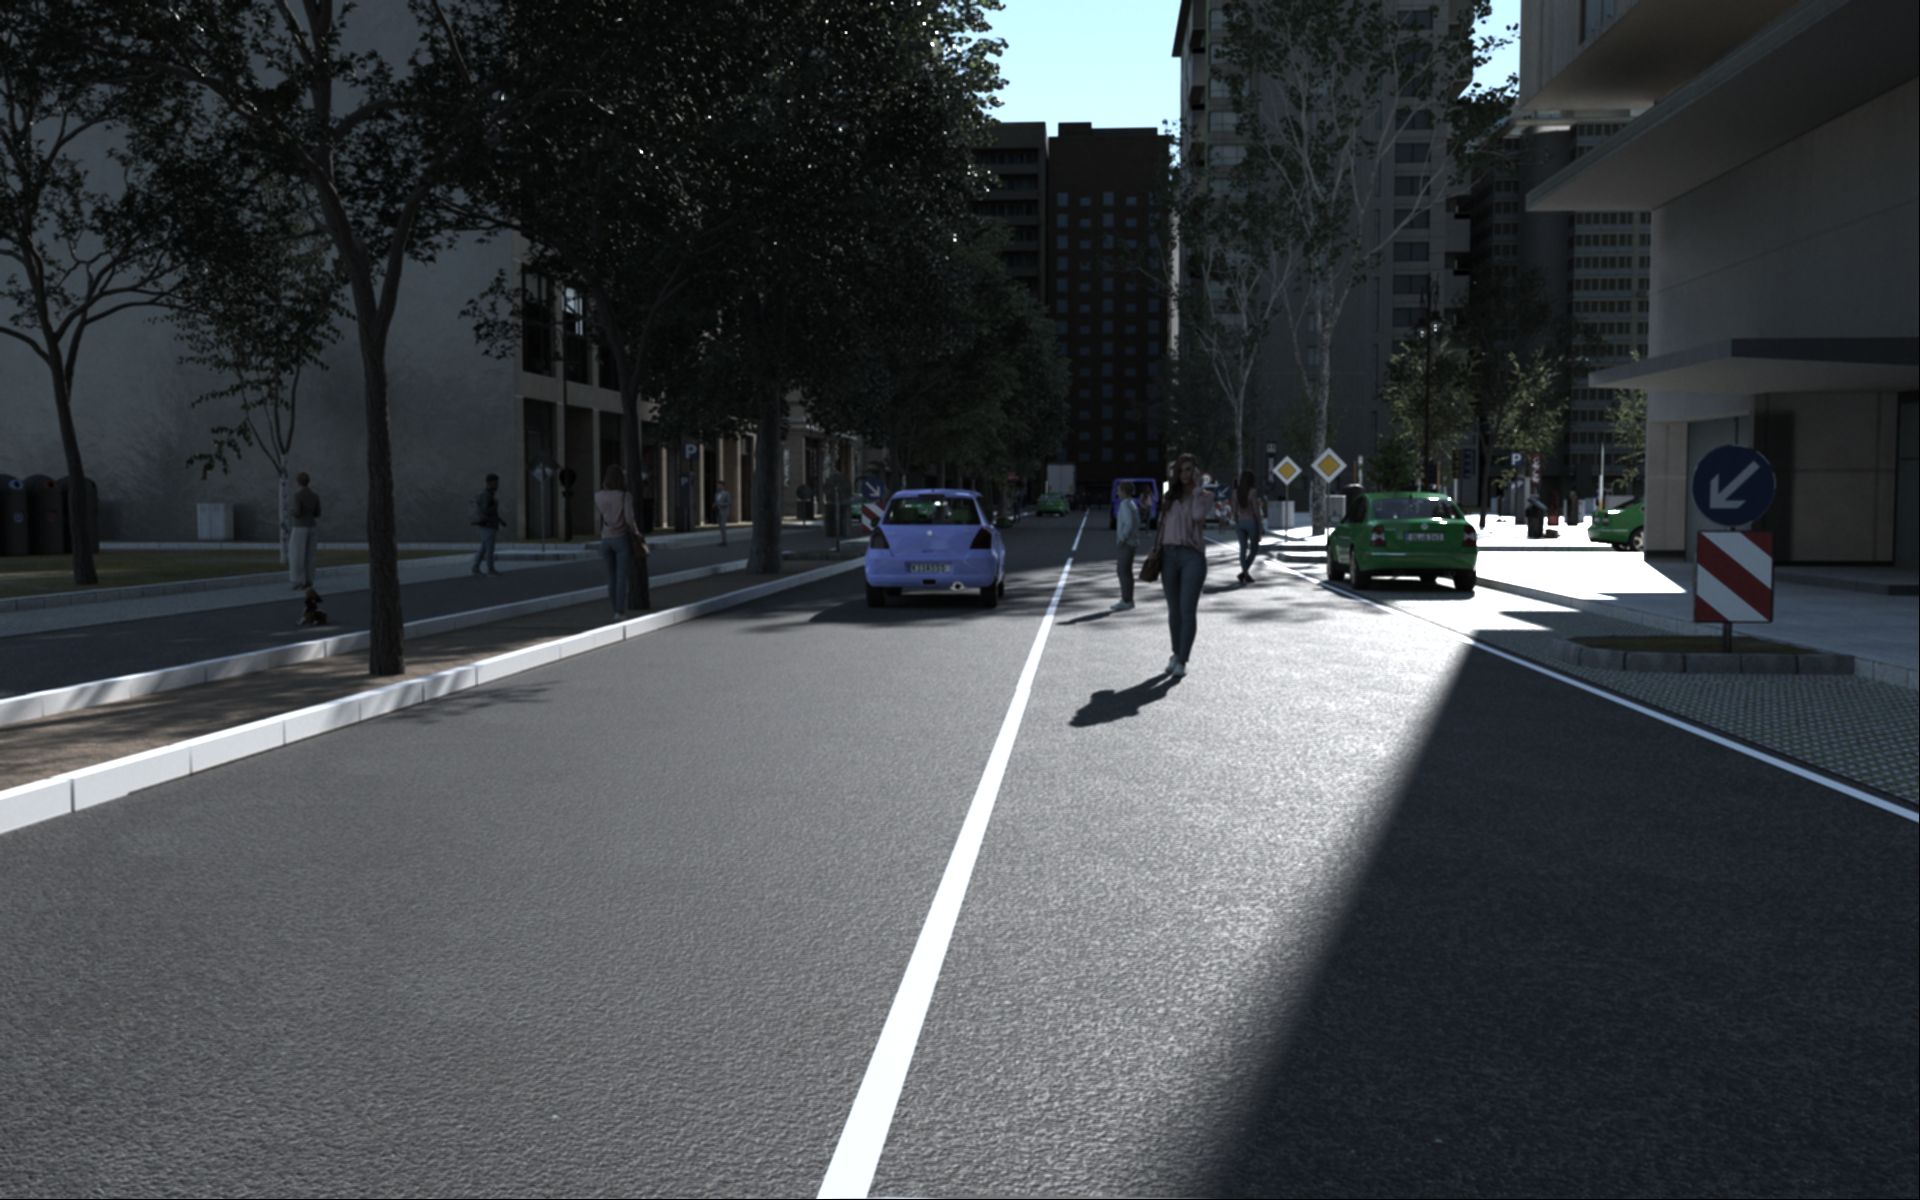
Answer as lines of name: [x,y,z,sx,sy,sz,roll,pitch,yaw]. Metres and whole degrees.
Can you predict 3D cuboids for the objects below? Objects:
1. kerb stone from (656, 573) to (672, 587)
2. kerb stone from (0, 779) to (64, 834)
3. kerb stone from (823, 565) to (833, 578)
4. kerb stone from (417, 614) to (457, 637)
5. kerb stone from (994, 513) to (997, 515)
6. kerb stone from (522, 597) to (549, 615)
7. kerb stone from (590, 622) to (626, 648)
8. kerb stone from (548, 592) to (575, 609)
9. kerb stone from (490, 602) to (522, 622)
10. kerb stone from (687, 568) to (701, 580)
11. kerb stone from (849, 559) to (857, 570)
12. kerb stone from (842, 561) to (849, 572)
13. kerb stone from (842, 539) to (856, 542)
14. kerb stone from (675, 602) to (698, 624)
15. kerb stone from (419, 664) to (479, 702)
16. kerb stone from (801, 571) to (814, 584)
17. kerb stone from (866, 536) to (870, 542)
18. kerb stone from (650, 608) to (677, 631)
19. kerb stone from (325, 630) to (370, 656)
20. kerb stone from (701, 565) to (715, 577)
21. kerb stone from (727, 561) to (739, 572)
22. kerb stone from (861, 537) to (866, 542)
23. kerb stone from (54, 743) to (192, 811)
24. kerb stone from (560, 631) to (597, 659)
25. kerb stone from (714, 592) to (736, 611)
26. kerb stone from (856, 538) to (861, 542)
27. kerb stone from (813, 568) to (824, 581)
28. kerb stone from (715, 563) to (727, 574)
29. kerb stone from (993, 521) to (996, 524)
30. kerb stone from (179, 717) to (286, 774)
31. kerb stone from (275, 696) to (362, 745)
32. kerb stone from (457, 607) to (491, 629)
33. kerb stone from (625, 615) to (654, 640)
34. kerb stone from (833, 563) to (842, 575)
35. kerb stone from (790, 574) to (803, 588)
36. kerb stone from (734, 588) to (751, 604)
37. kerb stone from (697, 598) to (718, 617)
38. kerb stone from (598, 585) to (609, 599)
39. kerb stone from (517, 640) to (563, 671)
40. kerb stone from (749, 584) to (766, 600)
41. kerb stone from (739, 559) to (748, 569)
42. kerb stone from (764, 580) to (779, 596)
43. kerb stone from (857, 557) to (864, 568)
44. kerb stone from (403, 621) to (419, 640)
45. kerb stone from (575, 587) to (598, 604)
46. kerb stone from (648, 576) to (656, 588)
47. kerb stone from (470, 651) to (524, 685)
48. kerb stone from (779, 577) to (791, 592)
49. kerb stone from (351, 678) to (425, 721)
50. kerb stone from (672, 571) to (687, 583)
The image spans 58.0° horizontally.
kerb stone: [-4.697,-0.288,26.906,0.120,0.150,1.000,0,4,4]
kerb stone: [-4.100,0.913,7.302,0.120,0.150,1.000,0,4,4]
kerb stone: [-2.365,-0.464,29.781,0.120,0.150,1.000,0,4,4]
kerb stone: [-5.405,0.276,17.690,0.120,0.150,1.000,0,4,4]
kerb stone: [2.462,-5.947,119.431,0.120,0.150,1.000,0,4,4]
kerb stone: [-5.175,0.092,20.757,0.120,0.150,1.000,0,4,4]
kerb stone: [-3.397,0.349,16.493,0.120,0.150,1.000,0,4,4]
kerb stone: [-5.087,0.025,21.786,0.120,0.150,1.000,0,4,4]
kerb stone: [-5.248,0.151,19.731,0.120,0.150,1.000,0,4,4]
kerb stone: [-4.538,-0.413,28.959,0.120,0.150,1.000,0,4,4]
kerb stone: [-2.128,-0.651,32.845,0.120,0.150,1.000,0,4,4]
kerb stone: [-2.209,-0.581,31.821,0.120,0.150,1.000,0,4,4]
kerb stone: [-3.073,-1.571,47.884,0.120,0.150,1.000,0,4,4]
kerb stone: [-3.156,0.161,19.557,0.120,0.150,1.000,0,4,4]
kerb stone: [-3.706,0.601,12.410,0.120,0.150,1.000,0,4,4]
kerb stone: [-2.524,-0.339,27.739,0.120,0.150,1.000,0,4,4]
kerb stone: [-2.835,-1.759,50.956,0.120,0.150,1.000,0,4,4]
kerb stone: [-3.237,0.224,18.538,0.120,0.150,1.000,0,4,4]
kerb stone: [-5.565,0.400,15.652,0.120,0.150,1.000,0,4,4]
kerb stone: [-4.460,-0.476,29.978,0.120,0.150,1.000,0,4,4]
kerb stone: [-4.298,-0.601,32.021,0.120,0.150,1.000,0,4,4]
kerb stone: [-2.914,-1.692,49.929,0.120,0.150,1.000,0,4,4]
kerb stone: [-4.019,0.849,8.320,0.120,0.150,1.000,0,4,4]
kerb stone: [-3.473,0.416,15.474,0.120,0.150,1.000,0,4,4]
kerb stone: [-2.991,0.039,21.604,0.120,0.150,1.000,0,4,4]
kerb stone: [-2.994,-1.632,48.904,0.120,0.150,1.000,0,4,4]
kerb stone: [-2.440,-0.401,28.758,0.120,0.150,1.000,0,4,4]
kerb stone: [-4.380,-0.536,31.003,0.120,0.150,1.000,0,4,4]
kerb stone: [1.780,-3.744,83.503,0.120,0.150,1.000,0,4,4]
kerb stone: [-3.944,0.787,9.350,0.120,0.150,1.000,0,4,4]
kerb stone: [-3.866,0.724,10.369,0.120,0.150,1.000,0,4,4]
kerb stone: [-5.324,0.213,18.712,0.120,0.150,1.000,0,4,4]
kerb stone: [-3.308,0.286,17.518,0.120,0.150,1.000,0,4,4]
kerb stone: [-2.285,-0.526,30.801,0.120,0.150,1.000,0,4,4]
kerb stone: [-2.606,-0.274,26.718,0.120,0.150,1.000,0,4,4]
kerb stone: [-2.923,-0.026,22.623,0.120,0.150,1.000,0,4,4]
kerb stone: [-3.079,0.106,20.576,0.120,0.150,1.000,0,4,4]
kerb stone: [-4.935,-0.100,23.832,0.120,0.150,1.000,0,4,4]
kerb stone: [-3.551,0.474,14.451,0.120,0.150,1.000,0,4,4]
kerb stone: [-2.844,-0.088,23.642,0.120,0.150,1.000,0,4,4]
kerb stone: [-4.218,-0.662,33.050,0.120,0.150,1.000,0,4,4]
kerb stone: [-2.762,-0.150,24.670,0.120,0.150,1.000,0,4,4]
kerb stone: [-2.051,-0.706,33.870,0.120,0.150,1.000,0,4,4]
kerb stone: [-5.486,0.342,16.671,0.120,0.150,1.000,0,4,4]
kerb stone: [-5.007,-0.038,22.809,0.120,0.150,1.000,0,4,4]
kerb stone: [-4.772,-0.226,25.886,0.120,0.150,1.000,0,4,4]
kerb stone: [-3.624,0.536,13.432,0.120,0.150,1.000,0,4,4]
kerb stone: [-2.687,-0.208,25.689,0.120,0.150,1.000,0,4,4]
kerb stone: [-3.788,0.661,11.388,0.120,0.150,1.000,0,4,4]
kerb stone: [-4.616,-0.349,27.932,0.120,0.150,1.000,0,4,4]
